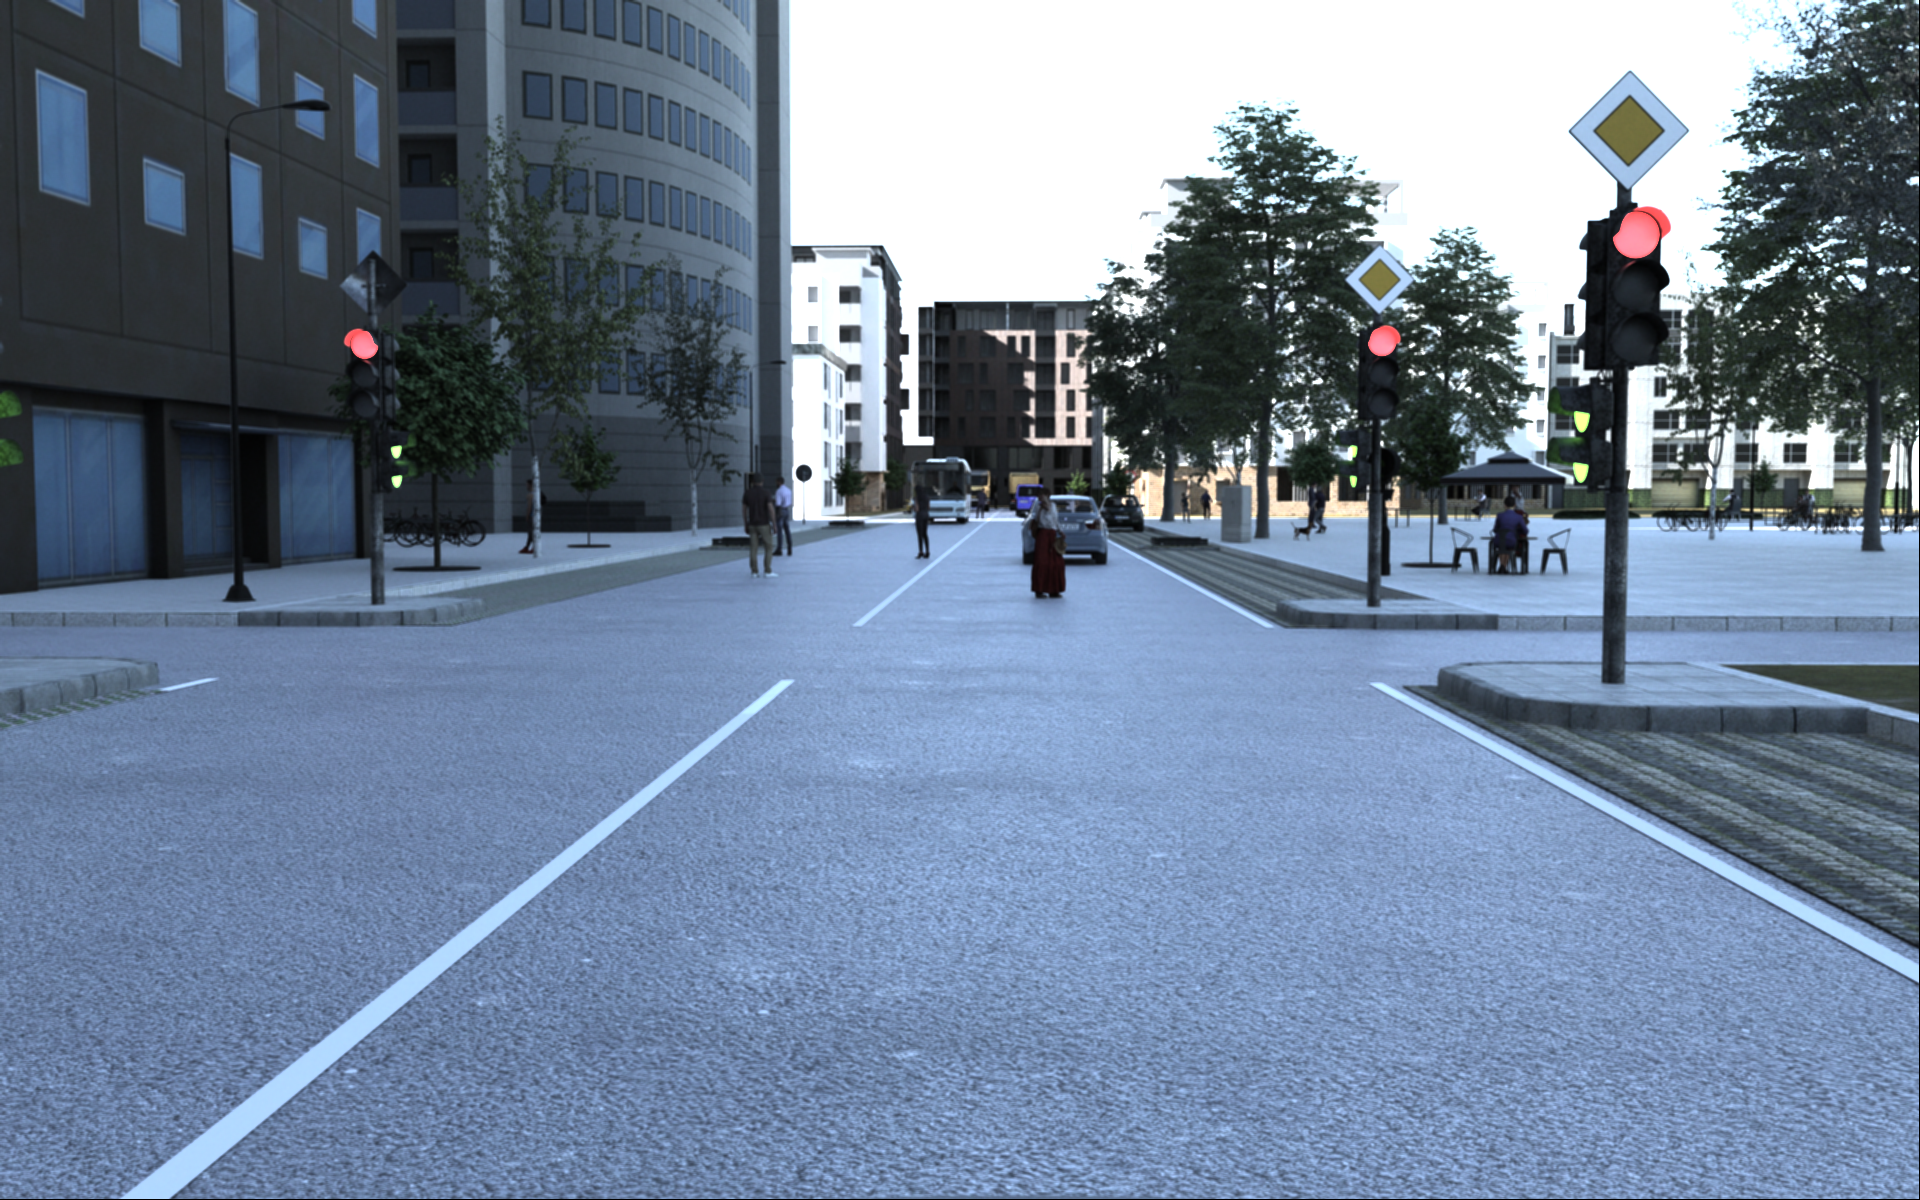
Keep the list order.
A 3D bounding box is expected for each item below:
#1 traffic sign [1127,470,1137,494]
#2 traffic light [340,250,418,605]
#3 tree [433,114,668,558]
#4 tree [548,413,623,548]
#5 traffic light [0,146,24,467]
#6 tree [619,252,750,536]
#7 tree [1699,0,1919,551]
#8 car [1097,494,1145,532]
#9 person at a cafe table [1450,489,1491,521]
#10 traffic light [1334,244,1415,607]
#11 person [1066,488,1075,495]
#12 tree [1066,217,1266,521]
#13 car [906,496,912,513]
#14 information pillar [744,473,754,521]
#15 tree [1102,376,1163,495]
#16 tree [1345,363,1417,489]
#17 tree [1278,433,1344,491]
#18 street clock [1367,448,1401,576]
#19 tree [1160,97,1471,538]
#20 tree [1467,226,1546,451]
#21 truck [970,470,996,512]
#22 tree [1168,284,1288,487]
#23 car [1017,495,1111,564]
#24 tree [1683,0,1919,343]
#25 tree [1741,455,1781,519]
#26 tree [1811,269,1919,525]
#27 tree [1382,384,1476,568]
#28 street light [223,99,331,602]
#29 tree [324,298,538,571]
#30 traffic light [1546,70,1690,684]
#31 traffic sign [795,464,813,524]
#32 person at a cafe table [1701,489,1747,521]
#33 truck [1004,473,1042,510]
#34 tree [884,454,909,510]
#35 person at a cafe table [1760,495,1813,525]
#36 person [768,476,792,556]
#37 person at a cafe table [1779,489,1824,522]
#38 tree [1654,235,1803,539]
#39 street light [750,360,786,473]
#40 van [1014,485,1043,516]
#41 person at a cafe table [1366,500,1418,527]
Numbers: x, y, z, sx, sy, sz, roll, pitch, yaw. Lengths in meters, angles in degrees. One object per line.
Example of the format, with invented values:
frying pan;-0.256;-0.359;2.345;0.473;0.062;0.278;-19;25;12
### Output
traffic sign;8.922;-5.568;91.142;0.768;2.556;0.104;1;4;10
traffic light;-6.752;-1.903;20.028;0.839;4.253;0.868;0;4;2
tree;-8.256;-5.148;34.527;4.737;8.622;4.395;0;3;0
tree;-8.906;-2.879;41.677;1.663;3.219;1.824;0;3;0
traffic light;-7.031;-1.415;12.048;0.839;4.253;0.868;0;4;2
tree;-8.129;-6.241;52.409;4.360;8.622;3.978;0;3;0
tree;20.261;-7.365;38.548;7.486;12.596;7.792;0;3;0
car;6.127;-3.475;66.597;2.009;1.686;4.222;0;4;3
person at a cafe table;24.992;-4.631;84.227;1.622;1.524;1.698;-1;4;-11
traffic light;4.703;-1.879;19.646;0.839;4.253;0.868;0;4;2
person;5.669;-4.862;88.670;0.551;1.740;0.621;0;4;-4
tree;9.767;-10.664;81.011;9.857;13.997;8.962;0;3;0
car;-2.929;-7.147;127.072;2.015;1.641;3.980;0;4;3
information pillar;-7.198;-3.355;59.340;0.304;2.012;0.304;-2;4;-26
tree;9.837;-8.997;97.470;4.737;8.622;4.395;0;3;0
tree;20.722;-8.291;85.925;4.737;8.622;4.395;0;3;0
tree;18.531;-6.586;91.402;4.285;4.588;4.351;0;3;0
street clock;6.660;-1.388;27.262;0.471;2.002;0.358;3;4;37
tree;9.149;-8.081;50.254;7.486;12.596;7.792;0;3;0
tree;20.658;-9.472;72.991;7.486;12.596;7.792;0;3;0
truck;1.159;-8.992;142.936;3.469;3.379;9.791;0;4;0
tree;9.265;-6.594;58.182;4.360;8.622;3.978;0;3;0
car;2.205;-1.513;36.736;2.014;1.417;4.499;0;4;3
tree;16.933;-7.162;27.467;12.009;13.543;11.850;0;3;0
tree;39.840;-5.579;85.816;1.663;3.219;1.824;0;3;0
tree;38.653;-8.341;70.794;7.601;10.594;8.767;0;4;4
tree;8.205;-2.200;30.571;1.663;3.219;1.824;0;3;0
street light;-8.100;-2.937;20.556;1.470;5.913;1.316;0;4;2
tree;-8.928;-2.791;29.341;4.285;4.588;4.351;0;3;0
traffic light;4.424;-1.391;11.665;0.839;4.253;0.868;0;4;2
traffic sign;-6.619;-4.481;73.363;0.768;2.556;0.104;1;4;10
person at a cafe table;35.588;-4.390;80.291;1.698;1.524;1.622;-1;4;-9
truck;5.700;-9.744;155.242;3.469;3.379;9.791;0;4;2
tree;-5.506;-9.564;140.082;4.285;4.588;4.351;0;3;0
person at a cafe table;34.105;-3.694;71.266;1.726;1.238;1.698;3;5;43
person;-4.237;-1.955;40.334;0.599;1.838;0.709;2;4;31
person at a cafe table;38.685;-4.332;79.349;1.698;1.524;1.622;3;5;42
tree;21.441;-6.032;48.981;4.737;8.622;4.395;0;3;0
street light;-6.729;-5.371;60.363;1.470;5.913;1.316;0;4;2
van;4.637;-6.693;113.807;2.240;2.365;5.245;0;4;3
person at a cafe table;16.451;-3.428;66.914;1.726;1.238;1.698;-3;4;-38
